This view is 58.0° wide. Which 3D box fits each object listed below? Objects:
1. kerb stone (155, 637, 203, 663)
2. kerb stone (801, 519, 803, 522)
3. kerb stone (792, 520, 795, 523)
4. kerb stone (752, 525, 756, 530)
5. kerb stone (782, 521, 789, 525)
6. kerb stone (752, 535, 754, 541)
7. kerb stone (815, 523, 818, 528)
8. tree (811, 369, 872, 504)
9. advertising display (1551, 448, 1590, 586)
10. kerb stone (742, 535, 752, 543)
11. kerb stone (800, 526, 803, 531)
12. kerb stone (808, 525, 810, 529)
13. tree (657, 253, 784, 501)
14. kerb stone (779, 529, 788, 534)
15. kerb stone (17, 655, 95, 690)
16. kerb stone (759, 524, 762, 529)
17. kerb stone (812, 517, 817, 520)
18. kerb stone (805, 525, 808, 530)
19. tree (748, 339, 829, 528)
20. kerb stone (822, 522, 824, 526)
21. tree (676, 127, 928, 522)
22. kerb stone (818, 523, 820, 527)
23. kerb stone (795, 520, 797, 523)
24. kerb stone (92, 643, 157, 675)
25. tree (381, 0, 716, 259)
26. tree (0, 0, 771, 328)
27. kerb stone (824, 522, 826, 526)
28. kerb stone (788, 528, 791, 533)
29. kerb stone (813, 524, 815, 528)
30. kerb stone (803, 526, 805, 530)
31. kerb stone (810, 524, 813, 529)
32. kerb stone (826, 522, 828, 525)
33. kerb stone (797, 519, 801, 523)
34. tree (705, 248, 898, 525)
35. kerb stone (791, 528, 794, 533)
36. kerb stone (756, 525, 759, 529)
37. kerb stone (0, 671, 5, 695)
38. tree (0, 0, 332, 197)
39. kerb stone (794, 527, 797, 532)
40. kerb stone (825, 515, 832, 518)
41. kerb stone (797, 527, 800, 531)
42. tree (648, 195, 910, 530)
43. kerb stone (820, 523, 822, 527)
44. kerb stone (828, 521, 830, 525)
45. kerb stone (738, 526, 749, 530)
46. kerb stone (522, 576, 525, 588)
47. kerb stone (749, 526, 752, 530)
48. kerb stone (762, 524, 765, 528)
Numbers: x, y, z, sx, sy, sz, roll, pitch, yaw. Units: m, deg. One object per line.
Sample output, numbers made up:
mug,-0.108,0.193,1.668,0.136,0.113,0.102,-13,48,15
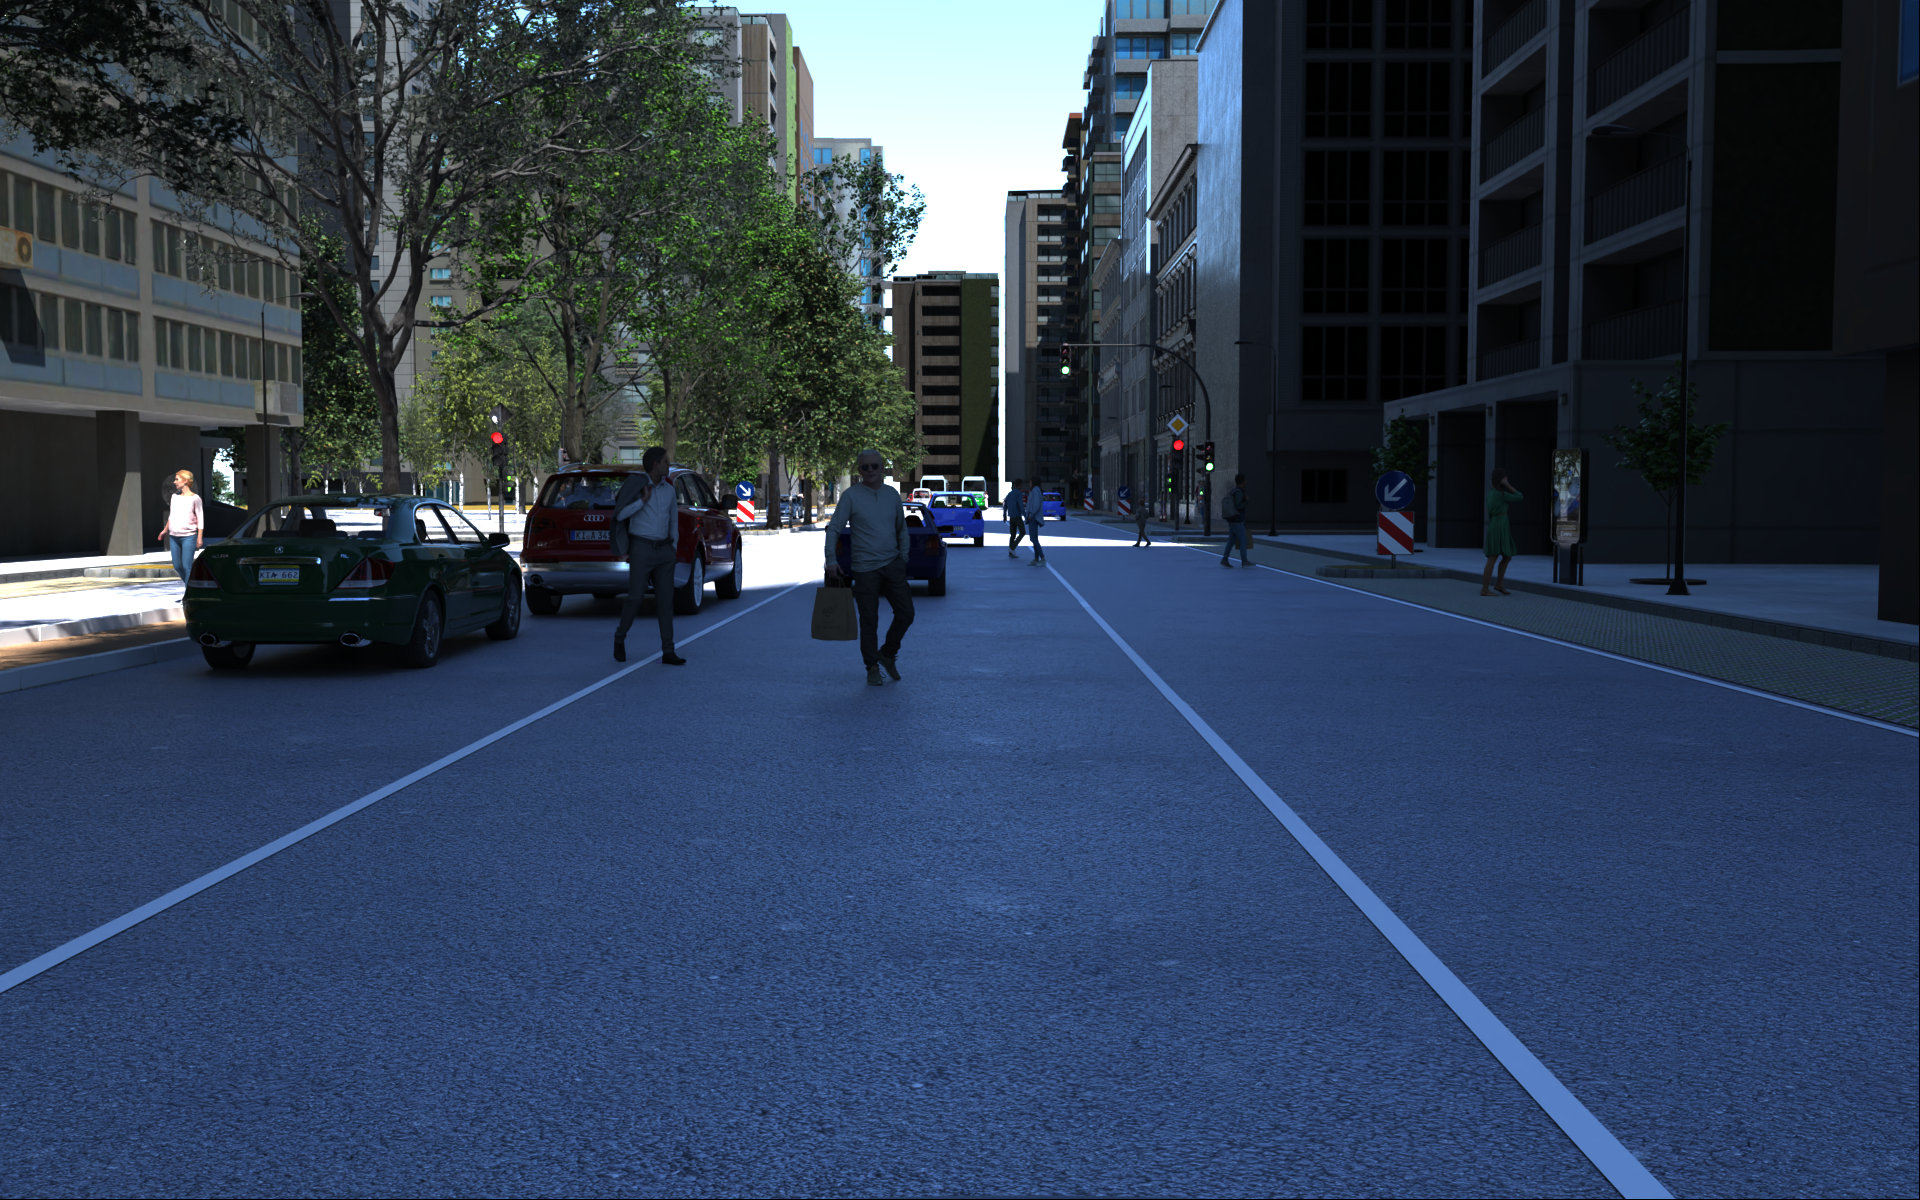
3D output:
kerb stone,-6.873,0.428,15.200,0.120,0.150,1.000,0,4,1
kerb stone,-8.162,-3.992,87.469,0.120,0.150,1.000,0,4,1
kerb stone,-8.195,-3.742,83.379,0.120,0.150,1.000,0,4,1
kerb stone,-8.367,-2.864,69.025,0.120,0.150,1.000,0,4,1
kerb stone,-8.217,-3.679,82.354,0.120,0.150,1.000,0,4,1
kerb stone,-6.453,-1.892,53.123,0.120,0.150,1.000,0,4,1
kerb stone,-6.220,-3.112,73.111,0.120,0.150,1.000,0,4,1
tree,-7.021,-8.963,99.368,4.360,8.622,3.978,0,3,0
advertising display,8.641,-1.183,24.563,0.123,1.923,0.974,0,4,-4
kerb stone,-6.466,-1.829,52.093,0.120,0.150,1.000,0,4,1
kerb stone,-6.291,-2.738,66.960,0.120,0.150,1.000,0,4,1
kerb stone,-6.260,-2.927,70.044,0.120,0.150,1.000,0,4,1
tree,-7.282,-6.045,51.651,4.360,8.622,3.978,0,3,0
kerb stone,-6.356,-2.418,61.839,0.120,0.150,1.000,0,4,1
kerb stone,-6.909,0.553,13.152,0.120,0.150,1.000,0,4,1
kerb stone,-8.348,-2.989,71.081,0.120,0.150,1.000,0,4,1
kerb stone,-8.044,-4.553,96.678,0.120,0.150,1.000,0,4,1
kerb stone,-6.270,-2.864,69.014,0.120,0.150,1.000,0,4,1
tree,-7.142,-7.344,72.902,4.737,8.622,4.395,0,3,0
kerb stone,-6.194,-3.303,76.194,0.120,0.150,1.000,0,4,1
tree,-8.376,-14.140,89.529,12.611,20.169,13.585,0,3,0
kerb stone,-6.209,-3.175,74.149,0.120,0.150,1.000,0,4,1
kerb stone,-8.192,-3.803,84.401,0.120,0.150,1.000,0,4,1
kerb stone,-6.893,0.494,14.174,0.120,0.150,1.000,0,4,1
tree,-7.634,-6.490,34.323,9.928,11.665,9.643,0,3,0
tree,-7.750,-6.752,23.218,12.009,13.543,11.850,0,3,0
kerb stone,-6.175,-3.365,77.216,0.120,0.150,1.000,0,4,1
kerb stone,-6.338,-2.488,62.867,0.120,0.150,1.000,0,4,1
kerb stone,-6.232,-3.052,72.088,0.120,0.150,1.000,0,4,1
kerb stone,-6.281,-2.801,67.992,0.120,0.150,1.000,0,4,1
kerb stone,-6.251,-2.985,71.067,0.120,0.150,1.000,0,4,1
kerb stone,-6.162,-3.428,78.238,0.120,0.150,1.000,0,4,1
kerb stone,-8.174,-3.930,86.447,0.120,0.150,1.000,0,4,1
tree,-7.041,-9.688,78.980,7.486,12.596,7.792,0,3,0
kerb stone,-6.327,-2.549,63.889,0.120,0.150,1.000,0,4,1
kerb stone,-8.352,-2.924,70.052,0.120,0.150,1.000,0,4,1
kerb stone,-6.921,0.620,12.130,0.120,0.150,1.000,0,4,1
tree,-7.955,-4.577,11.705,8.767,10.594,7.601,0,4,1
kerb stone,-6.325,-2.611,64.914,0.120,0.150,1.000,0,4,1
kerb stone,-7.958,-5.057,104.883,0.120,0.150,1.000,0,4,1
kerb stone,-6.305,-2.675,65.936,0.120,0.150,1.000,0,4,1
tree,-7.035,-8.924,65.369,9.611,12.733,9.660,0,3,0
kerb stone,-6.200,-3.233,75.172,0.120,0.150,1.000,0,4,1
kerb stone,-6.149,-3.491,79.276,0.120,0.150,1.000,0,4,1
kerb stone,-8.396,-2.739,66.981,0.120,0.150,1.000,0,4,1
kerb stone,-6.741,-0.322,27.503,0.120,0.150,1.000,0,4,1
kerb stone,-8.378,-2.797,68.004,0.120,0.150,1.000,0,4,1
kerb stone,-8.333,-3.053,72.104,0.120,0.150,1.000,0,4,1
